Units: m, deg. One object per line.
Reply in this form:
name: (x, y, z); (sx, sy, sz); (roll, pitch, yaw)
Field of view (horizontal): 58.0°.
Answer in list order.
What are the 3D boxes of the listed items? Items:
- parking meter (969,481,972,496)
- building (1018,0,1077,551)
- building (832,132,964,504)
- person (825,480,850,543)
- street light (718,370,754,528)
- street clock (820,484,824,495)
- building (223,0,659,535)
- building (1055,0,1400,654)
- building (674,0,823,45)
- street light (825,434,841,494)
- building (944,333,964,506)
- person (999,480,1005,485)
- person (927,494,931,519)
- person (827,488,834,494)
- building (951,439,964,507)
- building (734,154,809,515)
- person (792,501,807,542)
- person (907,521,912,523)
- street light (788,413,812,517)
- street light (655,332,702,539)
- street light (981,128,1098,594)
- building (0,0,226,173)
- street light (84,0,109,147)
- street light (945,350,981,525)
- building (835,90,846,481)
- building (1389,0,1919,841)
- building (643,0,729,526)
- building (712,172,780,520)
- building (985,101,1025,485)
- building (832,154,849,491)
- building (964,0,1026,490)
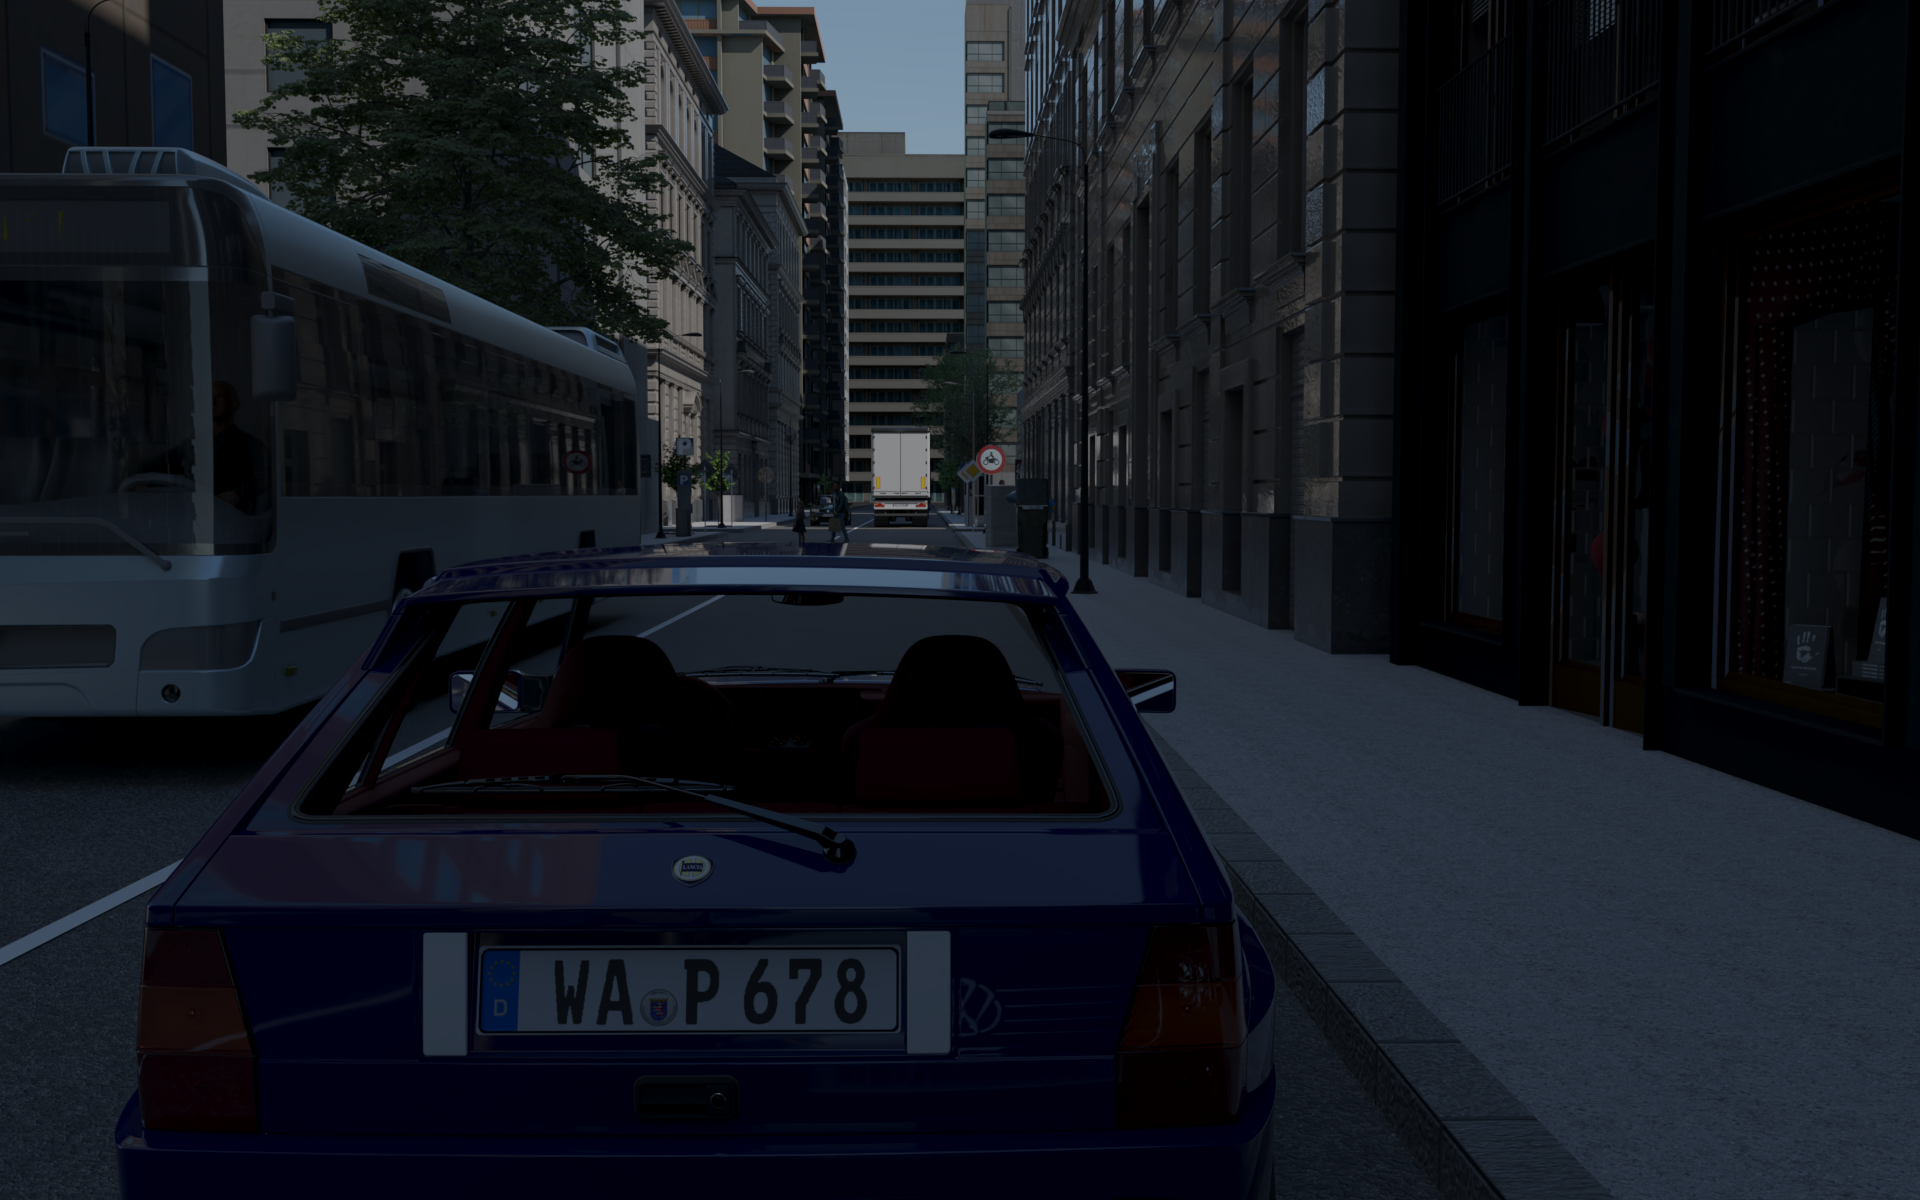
parking meter: (0.480, -4.384, 77.384); (0.255, 1.863, 0.399); (1, 4, 15)
building: (6.856, -12.103, 47.038); (9.793, 20.994, 18.267); (0, 4, -1)
building: (-9.293, -37.378, 234.837); (21.600, 48.544, 21.300); (0, 4, -1)
person: (-3.463, -2.485, 49.117); (0.713, 1.824, 0.794); (-1, 4, -10)
street light: (-8.423, -5.656, 65.019); (1.470, 5.913, 1.316); (0, 4, -1)
street clock: (-10.129, -7.507, 127.302); (0.358, 2.002, 0.471); (-1, 4, -13)
building: (-20.149, -37.138, 45.456); (20.611, 71.187, 20.563); (0, 4, -1)
building: (8.349, -13.943, 25.226); (12.463, 27.353, 25.104); (0, 4, -1)
building: (-23.315, -30.577, 154.566); (22.147, 44.769, 28.867); (0, 4, -1)
street light: (-9.835, -9.825, 133.183); (1.470, 5.913, 1.316); (0, 4, -1)
building: (12.103, -21.765, 200.892); (27.650, 21.520, 28.899); (0, 4, -1)
person: (1.443, -3.089, 57.120); (0.524, 1.755, 0.480); (2, 4, 35)
person: (-1.983, -5.548, 99.389); (0.661, 1.801, 0.590); (3, 4, 36)
person: (-10.835, -8.539, 145.598); (1.348, 1.831, 0.705); (1, 4, 21)
building: (10.537, -52.371, 168.937); (22.319, 86.520, 31.000); (0, 4, -1)
building: (-16.167, -17.502, 115.028); (11.050, 23.489, 19.941); (0, 4, -1)
person: (-4.256, -1.992, 45.743); (0.373, 1.253, 0.362); (2, 4, 34)
person: (-2.465, -4.631, 86.021); (0.330, 1.601, 0.589); (0, 4, -2)
street light: (-9.146, -7.735, 99.003); (1.470, 5.913, 1.316); (0, 4, -1)
street light: (-8.105, -4.730, 49.884); (1.470, 5.913, 1.316); (0, 4, -1)
street light: (1.063, -3.036, 22.184); (1.470, 5.913, 1.316); (0, 4, -1)
building: (-16.798, -22.347, 15.489); (14.600, 45.320, 14.200); (0, 4, -1)
street light: (-7.381, -2.650, 15.877); (1.470, 5.913, 1.316); (0, 4, -1)
street light: (0.346, -5.115, 56.168); (1.470, 5.913, 1.316); (0, 4, -1)
building: (-23.668, -32.414, 184.589); (22.147, 44.769, 28.867); (0, 4, -1)
building: (9.580, -10.705, 4.700); (12.332, 23.373, 15.834); (0, 4, -1)
building: (-16.619, -15.067, 75.231); (11.050, 23.489, 19.941); (0, 4, -1)
building: (-15.932, -14.088, 94.970); (10.561, 19.102, 19.286); (0, 4, -1)
building: (8.807, -21.960, 130.749); (14.160, 30.474, 14.107); (0, 4, -1)
building: (-20.423, -32.036, 207.382); (14.086, 41.232, 14.154); (0, 4, -1)
building: (7.356, -28.389, 147.748); (14.154, 41.232, 14.086); (0, 4, -1)
